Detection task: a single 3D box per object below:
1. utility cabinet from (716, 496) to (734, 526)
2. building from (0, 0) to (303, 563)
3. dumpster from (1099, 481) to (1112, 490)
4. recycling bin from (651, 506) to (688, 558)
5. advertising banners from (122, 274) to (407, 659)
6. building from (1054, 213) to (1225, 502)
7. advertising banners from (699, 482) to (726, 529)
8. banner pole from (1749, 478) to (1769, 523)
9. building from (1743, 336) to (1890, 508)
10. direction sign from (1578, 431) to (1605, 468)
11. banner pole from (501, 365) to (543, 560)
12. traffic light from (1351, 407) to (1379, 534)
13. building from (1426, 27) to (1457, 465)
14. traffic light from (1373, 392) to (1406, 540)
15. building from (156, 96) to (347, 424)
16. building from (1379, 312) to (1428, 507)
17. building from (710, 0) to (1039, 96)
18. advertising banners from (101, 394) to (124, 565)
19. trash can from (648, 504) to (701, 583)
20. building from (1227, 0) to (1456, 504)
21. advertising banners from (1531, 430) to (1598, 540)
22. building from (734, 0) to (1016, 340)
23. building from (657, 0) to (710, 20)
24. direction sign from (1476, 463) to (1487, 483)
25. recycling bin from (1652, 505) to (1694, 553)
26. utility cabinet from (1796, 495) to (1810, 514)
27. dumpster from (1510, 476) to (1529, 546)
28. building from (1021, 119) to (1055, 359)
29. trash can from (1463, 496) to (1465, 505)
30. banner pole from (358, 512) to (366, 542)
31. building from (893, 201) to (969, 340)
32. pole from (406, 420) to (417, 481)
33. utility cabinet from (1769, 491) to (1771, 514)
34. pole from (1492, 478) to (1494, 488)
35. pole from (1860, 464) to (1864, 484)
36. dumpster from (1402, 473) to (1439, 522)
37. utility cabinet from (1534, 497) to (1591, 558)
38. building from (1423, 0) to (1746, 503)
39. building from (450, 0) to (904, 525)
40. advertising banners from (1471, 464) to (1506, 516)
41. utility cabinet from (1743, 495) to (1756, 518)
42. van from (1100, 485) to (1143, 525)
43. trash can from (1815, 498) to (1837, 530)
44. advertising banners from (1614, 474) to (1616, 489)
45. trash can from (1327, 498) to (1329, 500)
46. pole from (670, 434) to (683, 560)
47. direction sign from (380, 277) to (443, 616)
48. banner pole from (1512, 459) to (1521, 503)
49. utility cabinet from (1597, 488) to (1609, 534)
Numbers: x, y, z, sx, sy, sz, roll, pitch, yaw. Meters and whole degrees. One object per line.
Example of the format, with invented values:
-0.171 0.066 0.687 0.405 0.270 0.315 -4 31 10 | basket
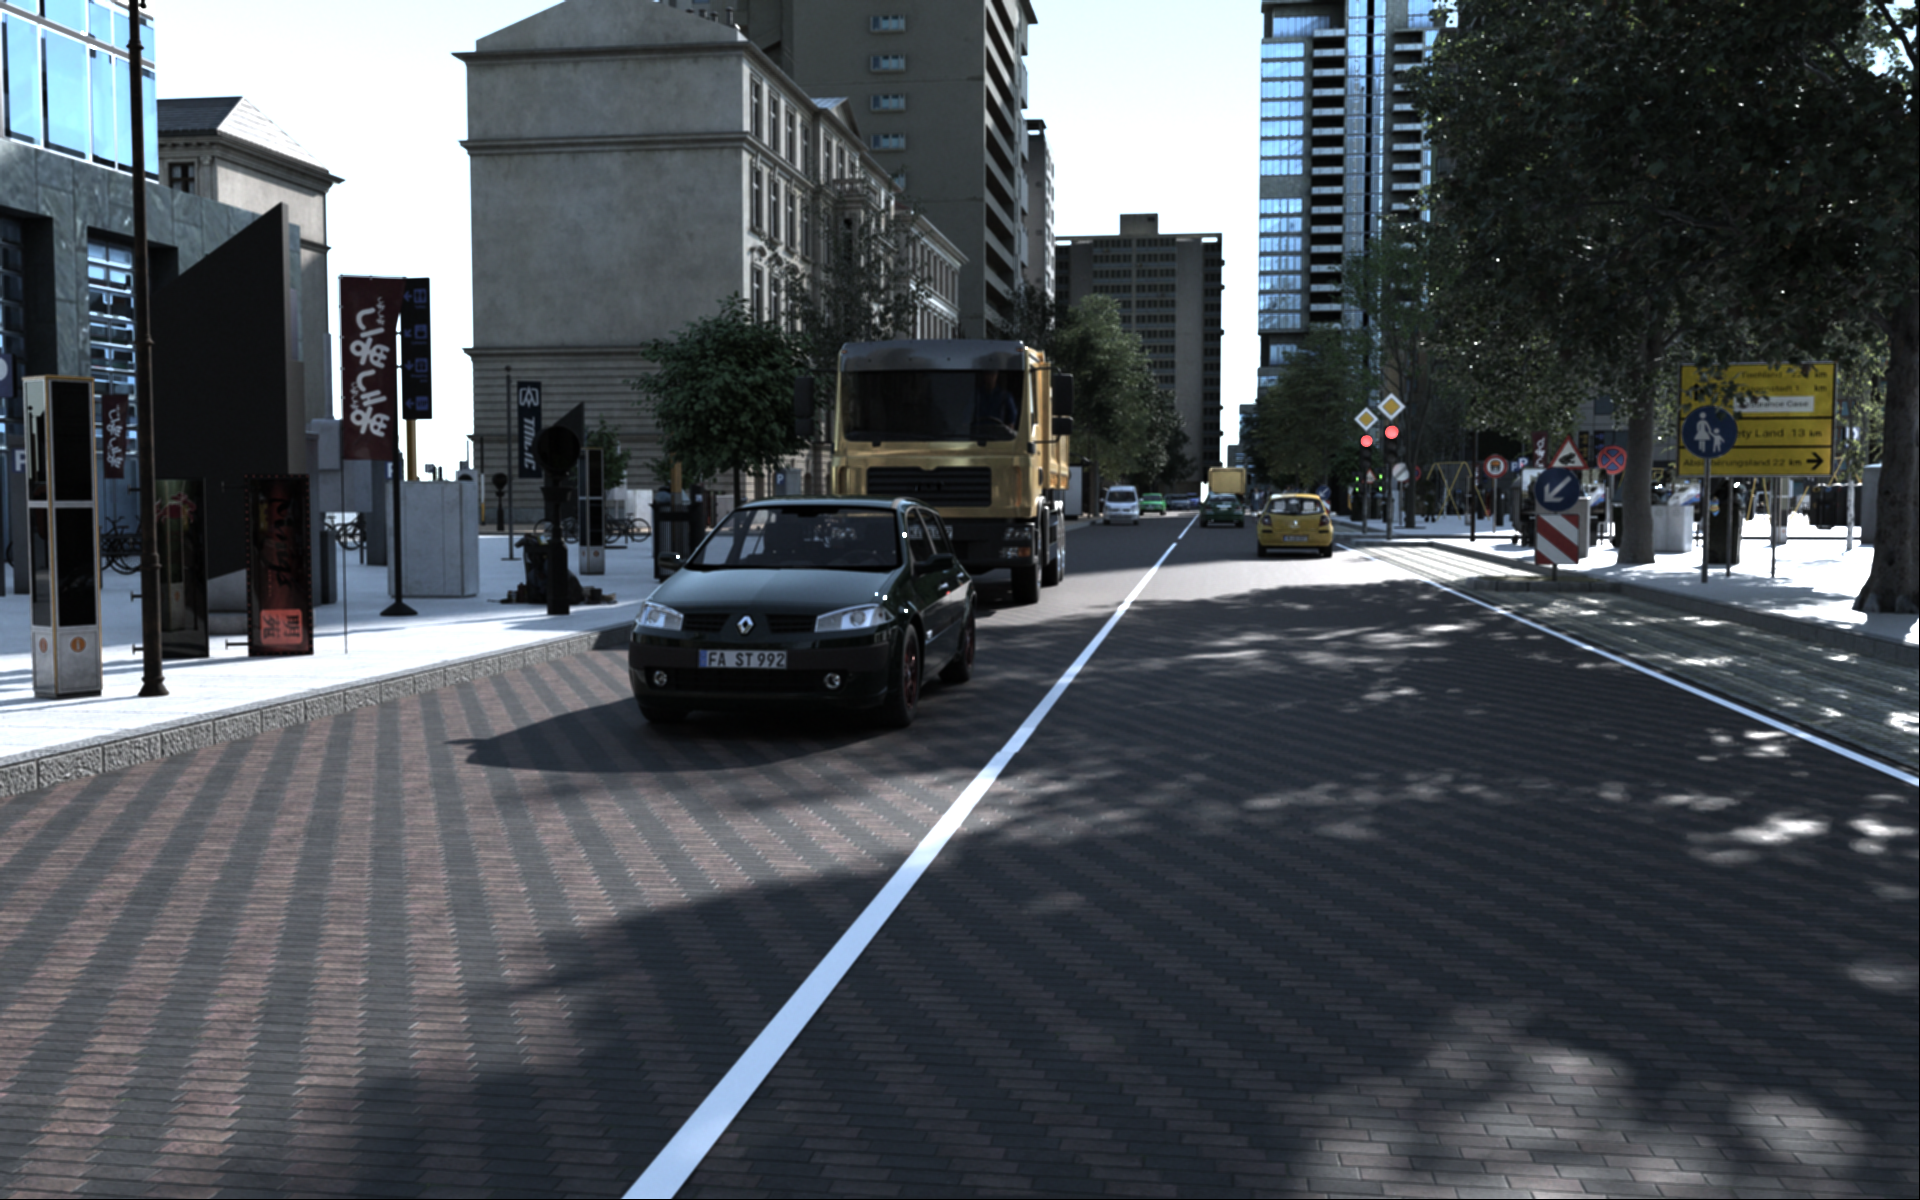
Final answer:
-9.038 -3.371 66.274 1.020 1.237 0.306 0 4 5 | utility cabinet
-32.787 -43.910 30.595 31.000 86.520 22.319 1 4 8 | building
10.357 -7.403 123.527 1.502 2.255 1.985 1 4 8 | dumpster
-5.896 -1.382 35.157 0.722 1.027 0.722 -1 4 -11 | recycling bin
-5.419 -1.068 13.655 2.074 3.025 0.090 -1 4 -18 | advertising banners
24.874 -33.671 242.396 23.993 40.220 32.217 1 4 8 | building
-9.952 -4.464 69.181 0.090 3.025 2.074 -3 5 -39 | advertising banners
35.339 -5.292 76.535 0.863 3.779 0.401 3 5 39 | banner pole
91.635 -20.042 172.726 28.899 21.520 27.650 1 4 8 | building
22.644 -4.293 62.191 0.876 3.537 0.379 2 4 29 | direction sign
-8.532 -2.674 33.733 0.863 3.779 0.401 -2 4 -24 | banner pole
13.060 -4.095 55.875 0.839 4.253 0.868 1 4 8 | traffic light
48.945 -28.830 154.959 14.154 41.232 14.086 1 4 8 | building
11.897 -3.612 47.975 0.839 4.253 0.868 1 4 8 | traffic light
-39.590 -13.129 79.281 19.286 19.102 10.561 1 4 8 | building
58.106 -20.236 175.900 27.650 21.520 28.899 1 4 8 | building
-7.783 -35.565 170.732 28.713 52.752 27.495 1 4 8 | building
-15.565 -2.101 30.547 2.074 3.025 0.090 1 4 9 | advertising banners
-4.136 -0.824 25.129 0.748 1.137 0.748 0 3 0 | trash can
51.619 -56.159 230.874 31.000 86.520 22.319 1 4 8 | building
16.468 -3.122 47.240 0.090 3.025 2.074 -3 4 -38 | advertising banners
-7.140 -31.903 145.317 21.300 48.544 21.600 1 4 8 | building
-18.242 -39.675 190.693 28.212 58.520 21.231 1 4 8 | building
37.620 -8.139 125.068 0.876 3.537 0.379 1 4 17 | direction sign
15.698 -1.567 38.172 0.722 1.027 0.722 3 4 39 | recycling bin
55.287 -6.264 113.576 1.020 1.237 0.306 -2 4 -27 | utility cabinet
14.537 -2.296 43.296 1.264 1.857 1.865 1 4 8 | dumpster
3.211 -31.080 191.747 14.086 41.232 14.154 1 4 8 | building
33.436 -6.249 113.828 0.748 1.137 0.748 0 3 0 | trash can
-16.046 -3.462 46.622 0.401 3.779 0.863 -2 4 -24 | banner pole
-6.598 -17.103 115.792 11.583 22.565 21.152 1 4 8 | building
-11.353 -2.571 35.886 0.158 3.312 0.155 0 3 0 | pole
50.668 -6.043 107.480 0.318 1.500 1.173 0 4 -5 | utility cabinet
35.616 -7.446 115.586 0.158 3.312 0.155 0 3 0 | pole
56.551 -7.023 108.674 0.158 3.312 0.155 0 3 0 | pole
20.968 -4.680 79.005 1.502 2.255 1.985 1 4 8 | dumpster
12.130 -1.451 34.891 1.020 1.237 0.306 2 4 32 | utility cabinet
48.741 -42.705 136.476 20.563 71.187 20.611 1 4 8 | building
-11.443 -16.463 88.255 14.460 24.649 34.723 1 4 8 | building
30.298 -6.307 99.309 2.074 3.025 0.090 0 4 -3 | advertising banners
42.482 -5.047 93.681 1.020 1.237 0.306 0 4 -6 | utility cabinet
7.566 -4.526 81.017 2.013 2.044 4.112 0 4 7 | van
31.277 -3.116 62.594 0.748 1.137 0.748 0 3 0 | trash can
39.331 -6.504 102.523 0.090 3.025 2.074 -3 5 -45 | advertising banners
26.370 -6.948 125.252 0.748 1.137 0.748 0 3 0 | trash can
-5.292 -2.351 32.282 0.158 3.312 0.155 0 3 0 | pole
-5.955 -1.607 18.275 0.876 3.537 0.379 1 4 15 | direction sign
39.733 -8.185 123.839 0.863 3.779 0.401 3 4 38 | banner pole
20.098 -2.849 55.260 1.173 1.500 0.318 -1 4 -14 | utility cabinet
